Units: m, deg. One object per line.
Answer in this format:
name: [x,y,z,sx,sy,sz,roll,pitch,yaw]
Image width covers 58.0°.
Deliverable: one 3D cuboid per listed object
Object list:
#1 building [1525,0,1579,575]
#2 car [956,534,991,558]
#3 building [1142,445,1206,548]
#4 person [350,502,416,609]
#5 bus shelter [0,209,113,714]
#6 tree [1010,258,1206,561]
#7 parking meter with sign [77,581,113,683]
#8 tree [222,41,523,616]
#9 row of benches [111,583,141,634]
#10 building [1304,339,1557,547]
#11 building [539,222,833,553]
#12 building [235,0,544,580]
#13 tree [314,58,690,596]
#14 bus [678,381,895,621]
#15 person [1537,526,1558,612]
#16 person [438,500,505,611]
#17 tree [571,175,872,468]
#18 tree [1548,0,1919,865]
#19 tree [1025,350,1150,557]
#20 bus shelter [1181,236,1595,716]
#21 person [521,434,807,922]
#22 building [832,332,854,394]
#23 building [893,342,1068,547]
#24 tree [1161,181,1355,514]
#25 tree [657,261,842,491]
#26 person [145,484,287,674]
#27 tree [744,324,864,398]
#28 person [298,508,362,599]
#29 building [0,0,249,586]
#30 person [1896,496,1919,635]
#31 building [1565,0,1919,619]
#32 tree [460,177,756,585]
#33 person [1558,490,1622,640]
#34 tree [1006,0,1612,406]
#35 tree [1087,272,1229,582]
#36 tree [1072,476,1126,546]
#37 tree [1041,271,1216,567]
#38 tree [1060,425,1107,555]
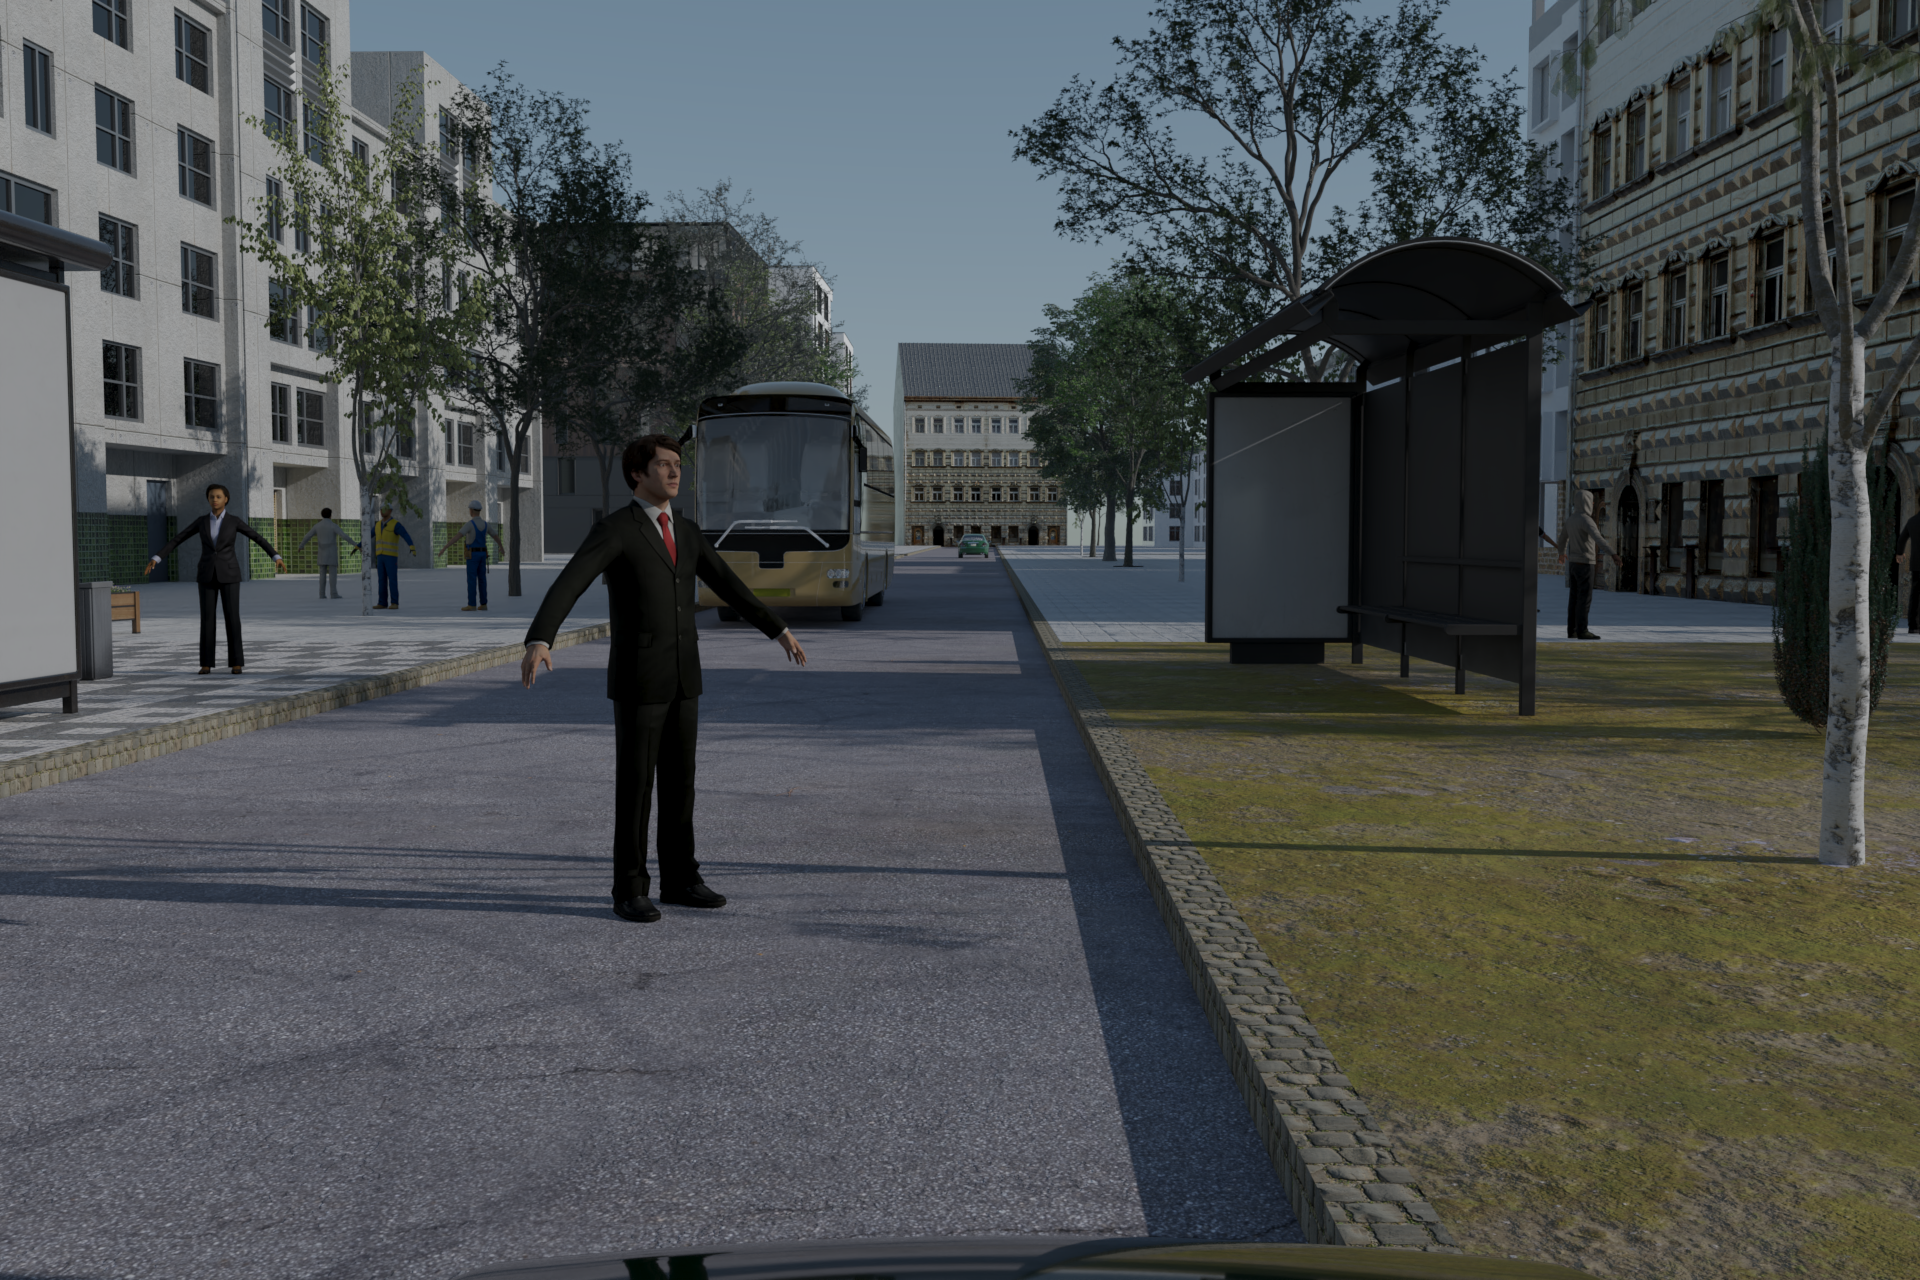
building: [23.589,-12.149,55.056,16.016,20.090,11.380,0,4,1]
car: [0.821,-5.637,103.968,2.131,1.459,4.920,0,4,1]
building: [23.427,-13.880,169.079,9.099,9.664,28.070,0,4,1]
person: [-9.802,-1.444,29.579,1.349,1.833,0.705,1,4,21]
bus shelter: [-7.277,-1.860,8.041,2.179,5.291,8.768,0,4,2]
tree: [7.141,-10.722,81.957,9.857,13.997,8.962,0,3,0]
parking meter with sign: [-7.761,-1.117,14.524,0.543,3.016,1.738,0,4,0]
tree: [-9.071,-4.687,26.998,4.737,8.622,4.395,0,3,0]
row of benches: [-11.296,-0.311,20.547,1.422,0.672,4.104,1,4,14]
building: [21.604,-8.033,73.482,9.099,9.664,28.070,0,4,1]
building: [-25.125,-17.506,130.195,27.936,21.610,32.646,0,4,2]
building: [-27.956,-12.082,63.992,16.747,18.905,31.486,0,4,1]
tree: [-9.277,-6.157,35.082,8.767,10.594,7.601,1,4,11]
bus: [-2.746,-2.454,31.668,2.896,3.916,12.252,0,4,1]
person: [9.278,-1.360,28.382,1.345,1.843,0.704,-1,4,-16]
person: [-8.123,-1.416,29.014,0.705,1.847,1.347,3,4,36]
tree: [-8.565,-9.162,60.168,12.009,13.543,11.850,0,3,0]
tree: [3.639,-3.443,6.660,4.360,8.622,3.978,0,3,0]
tree: [7.324,-10.351,94.993,9.928,11.665,9.643,0,3,0]
bus shelter: [3.253,-1.263,14.567,2.014,3.302,5.546,0,4,-1]
person: [-1.133,0.128,6.557,0.705,1.806,1.347,3,5,40]
building: [-25.624,-20.135,173.175,27.936,21.610,32.646,0,4,0]
building: [1.955,-22.325,198.397,18.063,23.208,19.493,0,4,-6]
tree: [6.134,-5.316,37.273,4.737,8.622,4.395,0,3,0]
tree: [-8.748,-9.434,72.378,7.486,12.596,7.792,0,3,0]
person: [-6.772,-0.555,15.791,1.216,1.740,0.721,-1,4,-11]
tree: [-8.201,-9.808,86.110,9.928,11.665,9.643,0,3,0]
person: [-12.580,-1.732,34.501,1.347,1.806,0.705,0,4,7]
building: [-27.993,-10.048,30.739,16.747,18.905,31.486,0,4,2]
person: [12.354,-0.974,22.142,0.704,1.802,1.346,0,4,-5]
building: [23.629,-12.271,31.565,19.493,23.208,18.063,0,4,1]
tree: [-8.813,-6.703,44.014,8.767,10.594,7.601,1,4,22]
person: [7.614,-0.918,21.132,0.705,1.813,1.348,-1,4,-10]
tree: [5.162,-5.483,24.055,8.767,10.594,7.601,-1,4,-20]
tree: [5.862,-5.900,46.831,4.737,8.622,4.395,0,3,0]
tree: [15.562,-15.678,190.743,7.601,10.594,8.767,0,4,5]
tree: [6.663,-8.639,67.001,9.928,11.665,9.643,0,3,0]
tree: [7.075,-9.368,103.536,4.360,8.622,3.978,0,3,0]
